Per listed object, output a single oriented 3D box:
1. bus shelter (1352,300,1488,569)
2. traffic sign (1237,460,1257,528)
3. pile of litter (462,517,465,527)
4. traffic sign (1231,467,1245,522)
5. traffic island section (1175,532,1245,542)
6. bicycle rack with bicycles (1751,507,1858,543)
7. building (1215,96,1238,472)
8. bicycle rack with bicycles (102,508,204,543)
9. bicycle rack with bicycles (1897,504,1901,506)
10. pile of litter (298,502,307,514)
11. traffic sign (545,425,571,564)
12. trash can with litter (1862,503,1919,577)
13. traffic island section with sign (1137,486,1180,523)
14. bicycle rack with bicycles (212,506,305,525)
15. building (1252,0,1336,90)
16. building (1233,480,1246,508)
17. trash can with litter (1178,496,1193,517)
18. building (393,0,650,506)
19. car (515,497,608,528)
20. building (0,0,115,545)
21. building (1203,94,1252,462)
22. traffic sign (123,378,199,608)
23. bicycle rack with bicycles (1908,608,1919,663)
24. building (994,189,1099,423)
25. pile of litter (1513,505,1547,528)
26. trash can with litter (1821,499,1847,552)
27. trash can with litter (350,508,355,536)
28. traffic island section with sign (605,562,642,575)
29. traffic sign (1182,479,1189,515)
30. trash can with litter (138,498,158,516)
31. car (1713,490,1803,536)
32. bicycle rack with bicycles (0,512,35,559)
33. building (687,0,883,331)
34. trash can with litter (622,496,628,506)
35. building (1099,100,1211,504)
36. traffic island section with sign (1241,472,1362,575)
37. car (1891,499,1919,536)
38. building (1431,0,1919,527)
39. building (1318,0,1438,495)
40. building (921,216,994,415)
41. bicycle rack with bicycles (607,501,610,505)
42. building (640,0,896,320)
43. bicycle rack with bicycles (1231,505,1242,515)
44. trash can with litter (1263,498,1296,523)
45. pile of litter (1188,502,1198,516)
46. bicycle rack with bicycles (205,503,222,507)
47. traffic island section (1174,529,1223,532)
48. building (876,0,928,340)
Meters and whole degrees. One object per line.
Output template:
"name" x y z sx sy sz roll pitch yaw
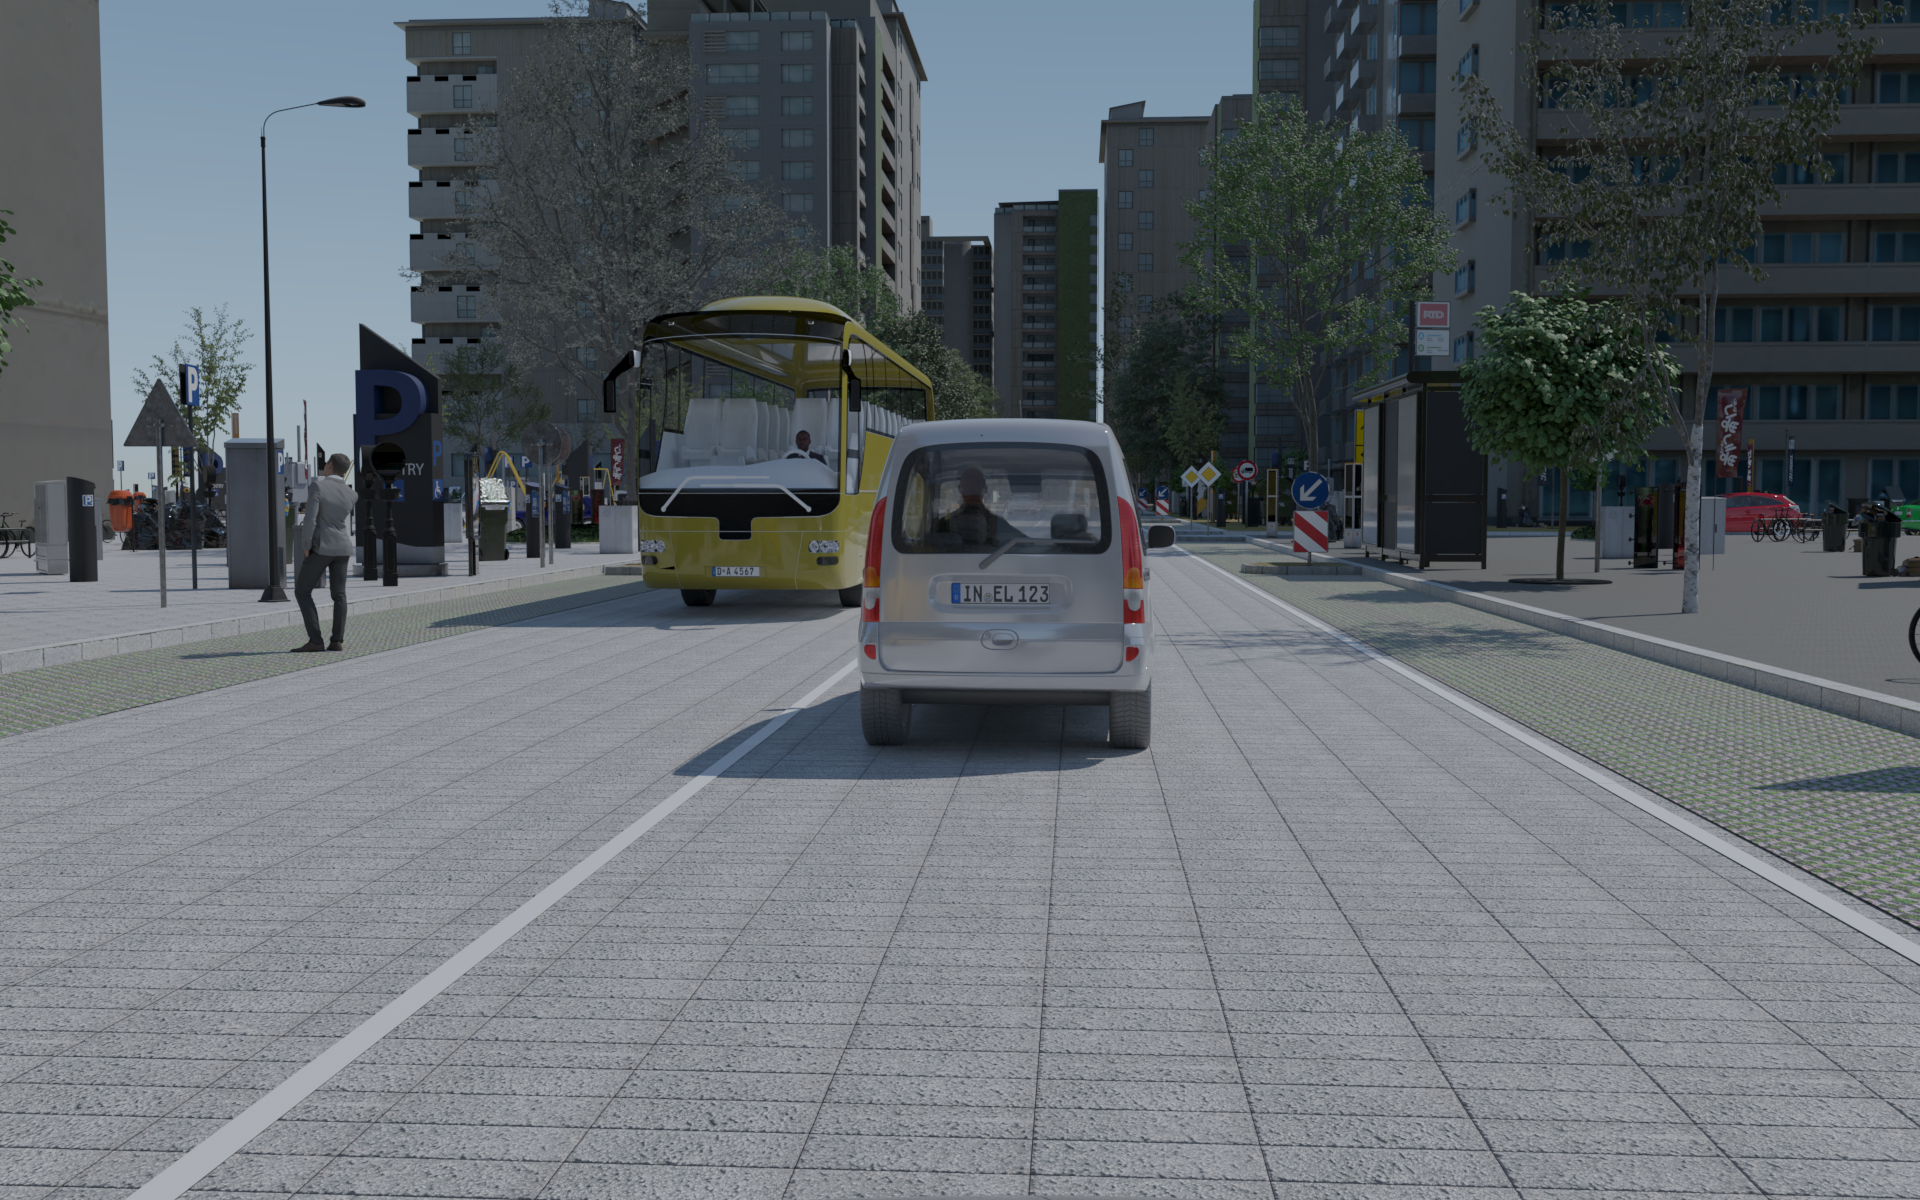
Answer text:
"bus shelter" 8.944 -3.425 33.634 2.179 5.291 8.768 0 4 4
"traffic sign" 10.737 -3.959 64.837 0.768 2.556 0.104 0 4 4
"pile of litter" -19.843 -3.237 66.883 1.176 0.858 1.719 3 5 40
"traffic sign" 12.838 -4.870 79.727 0.768 2.556 0.104 0 4 7
"traffic island section" 7.632 -1.888 53.150 2.009 0.180 2.903 0 4 4
"bicycle rack with bicycles" 22.406 -2.005 46.162 2.925 0.926 2.852 -1 4 -12
"building" 33.643 -30.410 180.805 14.154 41.232 14.086 0 4 4
"bicycle rack with bicycles" -21.752 -1.925 44.863 2.852 0.926 2.925 0 4 4
"bicycle rack with bicycles" 57.875 -5.544 104.019 2.925 0.926 2.852 -2 4 -31
"pile of litter" -42.125 -5.925 110.841 1.719 0.858 1.176 2 4 25
"traffic sign" -7.476 -1.926 31.598 0.768 2.556 0.104 0 4 4
"trash can with litter" 14.556 -0.957 27.030 1.055 1.170 0.624 0 4 -2
"traffic island section with sign" 9.881 -4.720 85.802 1.989 1.847 2.006 0 4 4
"bicycle rack with bicycles" -16.518 -1.830 43.300 2.852 0.926 2.925 1 4 10
"building" 30.869 -28.083 142.745 14.154 41.232 14.086 0 4 4
"building" 42.168 -28.705 161.204 32.217 40.220 23.993 0 4 4
"trash can with litter" 12.808 -5.269 97.535 1.055 1.170 0.624 2 4 28
"building" -45.850 -36.951 193.391 27.495 52.752 28.713 0 4 4
"car" -13.623 -2.812 58.549 3.894 1.354 1.945 0 4 3
"building" -34.994 -25.302 37.387 21.600 48.544 21.300 0 4 4
"building" 34.899 -33.311 194.744 14.600 45.320 14.200 0 4 4
"traffic sign" -8.992 -1.191 19.484 0.884 2.594 0.081 0 4 6
"bicycle rack with bicycles" 8.440 0.083 12.033 2.925 0.926 2.852 3 4 38
"building" 11.641 -33.706 234.682 14.086 41.232 14.154 0 4 4
"pile of litter" 22.008 -3.238 66.900 1.176 0.858 1.719 0 4 3
"trash can with litter" 19.675 -1.653 38.414 1.055 1.170 0.624 2 4 29
"trash can with litter" -18.592 -2.536 52.849 0.624 1.170 1.055 3 5 44
"traffic island section with sign" -5.164 -1.380 31.187 1.989 1.847 2.006 0 4 4
"traffic sign" 12.702 -5.785 96.717 0.606 2.300 0.079 1 4 14
"trash can with litter" -25.618 -2.663 54.932 0.624 1.170 1.055 -1 4 -10
"car" 25.105 -2.914 56.680 4.494 1.783 2.155 0 4 6
"bicycle rack with bicycles" -19.517 -1.269 34.137 2.852 0.926 2.925 2 4 25
"building" -14.168 -28.188 144.470 14.154 41.232 14.086 0 4 4
"trash can with litter" -15.522 -4.200 79.733 2.233 1.210 1.678 2 4 30
"building" 33.048 -39.798 239.938 27.495 52.752 28.713 0 4 4
"traffic island section with sign" 6.137 -1.391 31.371 1.989 1.847 2.006 0 4 4
"car" 32.489 -2.868 55.688 4.718 1.807 1.959 0 4 5
"building" 32.621 -27.685 76.348 21.600 48.544 21.300 0 4 4
"building" 37.134 -30.509 118.436 23.786 49.044 30.456 0 4 4
"building" -6.935 -33.810 244.670 23.993 40.220 32.217 0 4 4
"bicycle rack with bicycles" -26.663 -7.395 134.284 2.925 0.926 2.852 3 4 36
"building" -17.663 -32.944 162.337 21.300 48.544 21.600 0 4 4
"bicycle rack with bicycles" 16.951 -5.833 108.748 2.925 0.926 2.852 0 4 -7
"trash can with litter" 14.376 -4.058 77.408 2.233 1.210 1.678 1 4 19
"pile of litter" 13.422 -5.231 99.488 1.719 0.858 1.176 -2 4 -35
"bicycle rack with bicycles" -30.842 -3.721 74.228 2.925 0.926 2.852 1 4 12
"traffic island section" 8.180 -2.375 61.116 2.009 0.180 2.903 0 4 4
"building" -18.427 -36.830 191.409 27.495 52.752 28.713 0 4 4
